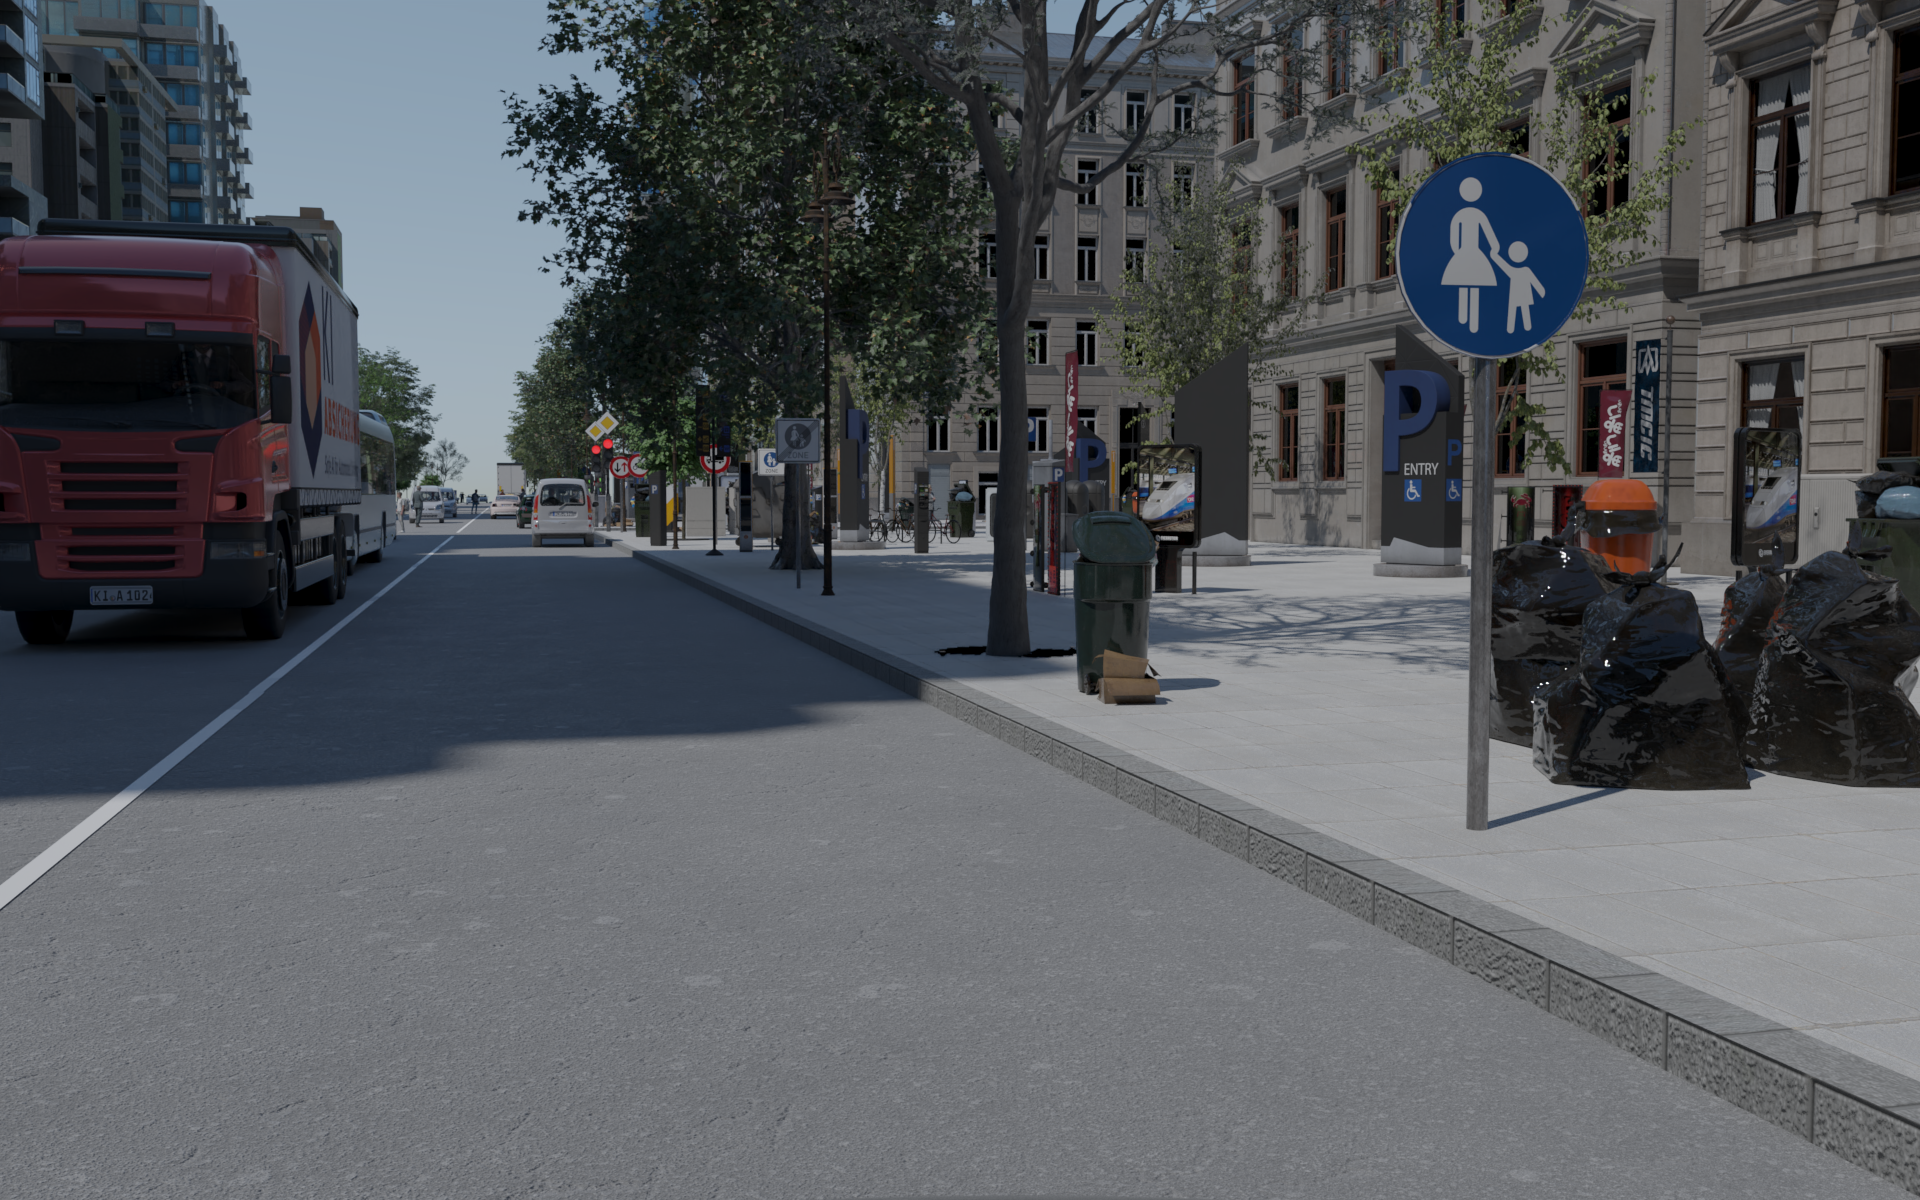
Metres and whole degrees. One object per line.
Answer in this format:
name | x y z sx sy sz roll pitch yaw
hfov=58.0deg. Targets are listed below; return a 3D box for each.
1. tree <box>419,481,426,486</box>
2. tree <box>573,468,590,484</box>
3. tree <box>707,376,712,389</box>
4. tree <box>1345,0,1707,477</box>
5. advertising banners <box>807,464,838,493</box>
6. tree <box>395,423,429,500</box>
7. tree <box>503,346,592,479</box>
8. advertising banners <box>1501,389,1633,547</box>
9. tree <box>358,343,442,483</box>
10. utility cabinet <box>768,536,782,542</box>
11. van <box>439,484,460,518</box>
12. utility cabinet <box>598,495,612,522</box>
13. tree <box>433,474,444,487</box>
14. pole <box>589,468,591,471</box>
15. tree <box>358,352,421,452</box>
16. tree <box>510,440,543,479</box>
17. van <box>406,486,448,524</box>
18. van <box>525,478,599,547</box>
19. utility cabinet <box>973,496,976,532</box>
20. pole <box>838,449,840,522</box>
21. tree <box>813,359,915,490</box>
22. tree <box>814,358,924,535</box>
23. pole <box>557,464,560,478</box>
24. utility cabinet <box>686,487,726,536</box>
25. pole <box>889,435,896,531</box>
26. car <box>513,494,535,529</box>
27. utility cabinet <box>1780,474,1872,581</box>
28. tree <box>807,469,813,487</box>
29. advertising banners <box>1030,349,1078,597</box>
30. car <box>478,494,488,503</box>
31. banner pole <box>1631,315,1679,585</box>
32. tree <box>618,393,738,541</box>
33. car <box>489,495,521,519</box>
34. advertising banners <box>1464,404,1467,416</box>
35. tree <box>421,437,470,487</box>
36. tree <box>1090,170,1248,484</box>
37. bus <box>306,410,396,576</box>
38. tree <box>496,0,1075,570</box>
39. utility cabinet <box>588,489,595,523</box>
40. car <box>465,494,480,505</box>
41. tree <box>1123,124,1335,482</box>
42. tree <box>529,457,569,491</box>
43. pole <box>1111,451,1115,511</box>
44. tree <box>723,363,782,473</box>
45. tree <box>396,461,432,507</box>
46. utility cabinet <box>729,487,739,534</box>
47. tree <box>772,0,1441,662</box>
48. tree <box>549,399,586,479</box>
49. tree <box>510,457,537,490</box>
tree | -71.866 -14.469 231.174 1.663 3.219 1.824 0 3 0
tree | -25.373 -7.454 116.480 1.663 3.219 1.824 0 3 0
tree | -13.681 -9.143 99.847 4.737 8.622 4.395 0 3 0
tree | 7.089 -4.425 22.712 4.737 8.622 4.395 0 3 0
advertising banners | -7.171 -5.761 90.382 2.074 3.025 0.090 -1 4 -18
tree | -58.437 -14.083 180.613 4.737 8.622 4.395 0 3 0
tree | -31.020 -13.125 132.728 7.486 12.596 7.792 0 3 0
advertising banners | 10.198 -2.016 29.143 2.074 3.025 0.090 1 4 9
tree | -49.308 -14.712 147.199 9.857 13.997 8.962 0 3 0
utility cabinet | -4.842 -2.280 45.953 0.318 1.500 1.173 0 4 6
van | -31.812 -6.086 106.524 2.013 2.044 4.112 -1 4 -16
utility cabinet | -16.313 -4.123 78.568 1.020 1.237 0.306 -3 5 -41
tree | -74.962 -16.020 245.635 4.285 4.588 4.351 0 3 0
pole | -27.641 -8.298 129.511 0.158 3.312 0.155 0 3 0
tree | -44.184 -12.395 128.419 9.928 11.665 9.643 0 3 0
tree | -49.660 -16.614 206.049 8.767 10.594 7.601 0 4 0
van | -26.398 -4.815 85.736 2.013 2.044 4.112 -1 4 -16
van | -11.000 -2.503 47.941 2.013 2.044 4.112 -1 4 -13
utility cabinet | 0.287 -2.875 58.164 0.306 1.237 1.020 1 4 12
pole | -5.424 -5.167 78.323 0.158 3.312 0.155 0 3 0
tree | -3.459 -7.426 71.780 4.360 8.622 3.978 0 3 0
tree | -2.450 -6.379 54.653 4.737 8.622 4.395 0 3 0
pole | -26.460 -7.365 114.253 0.158 3.312 0.155 0 3 0
utility cabinet | -7.696 -2.670 52.330 1.173 1.500 0.318 -1 4 -19
pole | -2.334 -4.033 59.790 0.158 3.312 0.155 0 3 0
car | -17.826 -3.876 73.164 2.009 1.686 4.222 -1 4 -16
utility cabinet | 9.397 -0.633 19.027 0.318 1.500 1.173 -2 4 -30
tree | -6.517 -8.233 84.971 4.360 8.622 3.978 0 3 0
advertising banners | 1.194 -1.581 22.030 0.090 3.025 2.074 -1 4 -12
car | -76.823 -16.292 278.379 2.014 1.417 4.499 -1 4 -16
banner pole | 9.860 -2.114 24.585 0.401 3.779 0.863 -2 4 -24
tree | -7.773 -3.940 48.126 4.285 4.588 4.351 0 3 0
car | -26.028 -5.338 99.630 2.083 1.381 4.827 -1 4 -14
advertising banners | 8.950 -2.265 33.216 2.074 3.025 0.090 -2 4 -29
tree | -84.668 -21.334 283.217 8.767 10.594 7.601 -2 4 -30
tree | 5.284 -5.470 39.797 4.737 8.622 4.395 0 3 0
bus | -12.513 -2.319 32.777 2.948 3.499 13.247 -1 4 -14
tree | -2.876 -6.878 29.457 9.611 12.733 9.660 0 3 0
utility cabinet | -16.484 -4.168 76.828 0.318 1.500 1.173 -2 4 -35
car | -66.154 -13.650 235.181 2.014 1.417 4.499 -1 4 -15
tree | 5.062 -5.157 34.683 4.360 8.622 3.978 0 3 0
tree | -58.679 -17.947 243.789 4.737 8.622 4.395 0 3 0
pole | 7.221 -5.375 81.718 0.158 3.312 0.155 0 3 0
tree | -8.494 -7.886 79.292 4.737 8.622 4.395 0 3 0
tree | -55.261 -11.404 170.169 4.285 4.588 4.351 0 3 0
utility cabinet | -6.716 -2.809 54.610 1.173 1.500 0.318 -3 5 -43
tree | 0.466 -6.296 13.302 12.009 13.543 11.850 0 3 0
tree | -24.991 -9.833 111.132 4.360 8.622 3.978 0 3 0
tree | -69.525 -21.867 283.286 9.928 11.665 9.643 0 3 0
